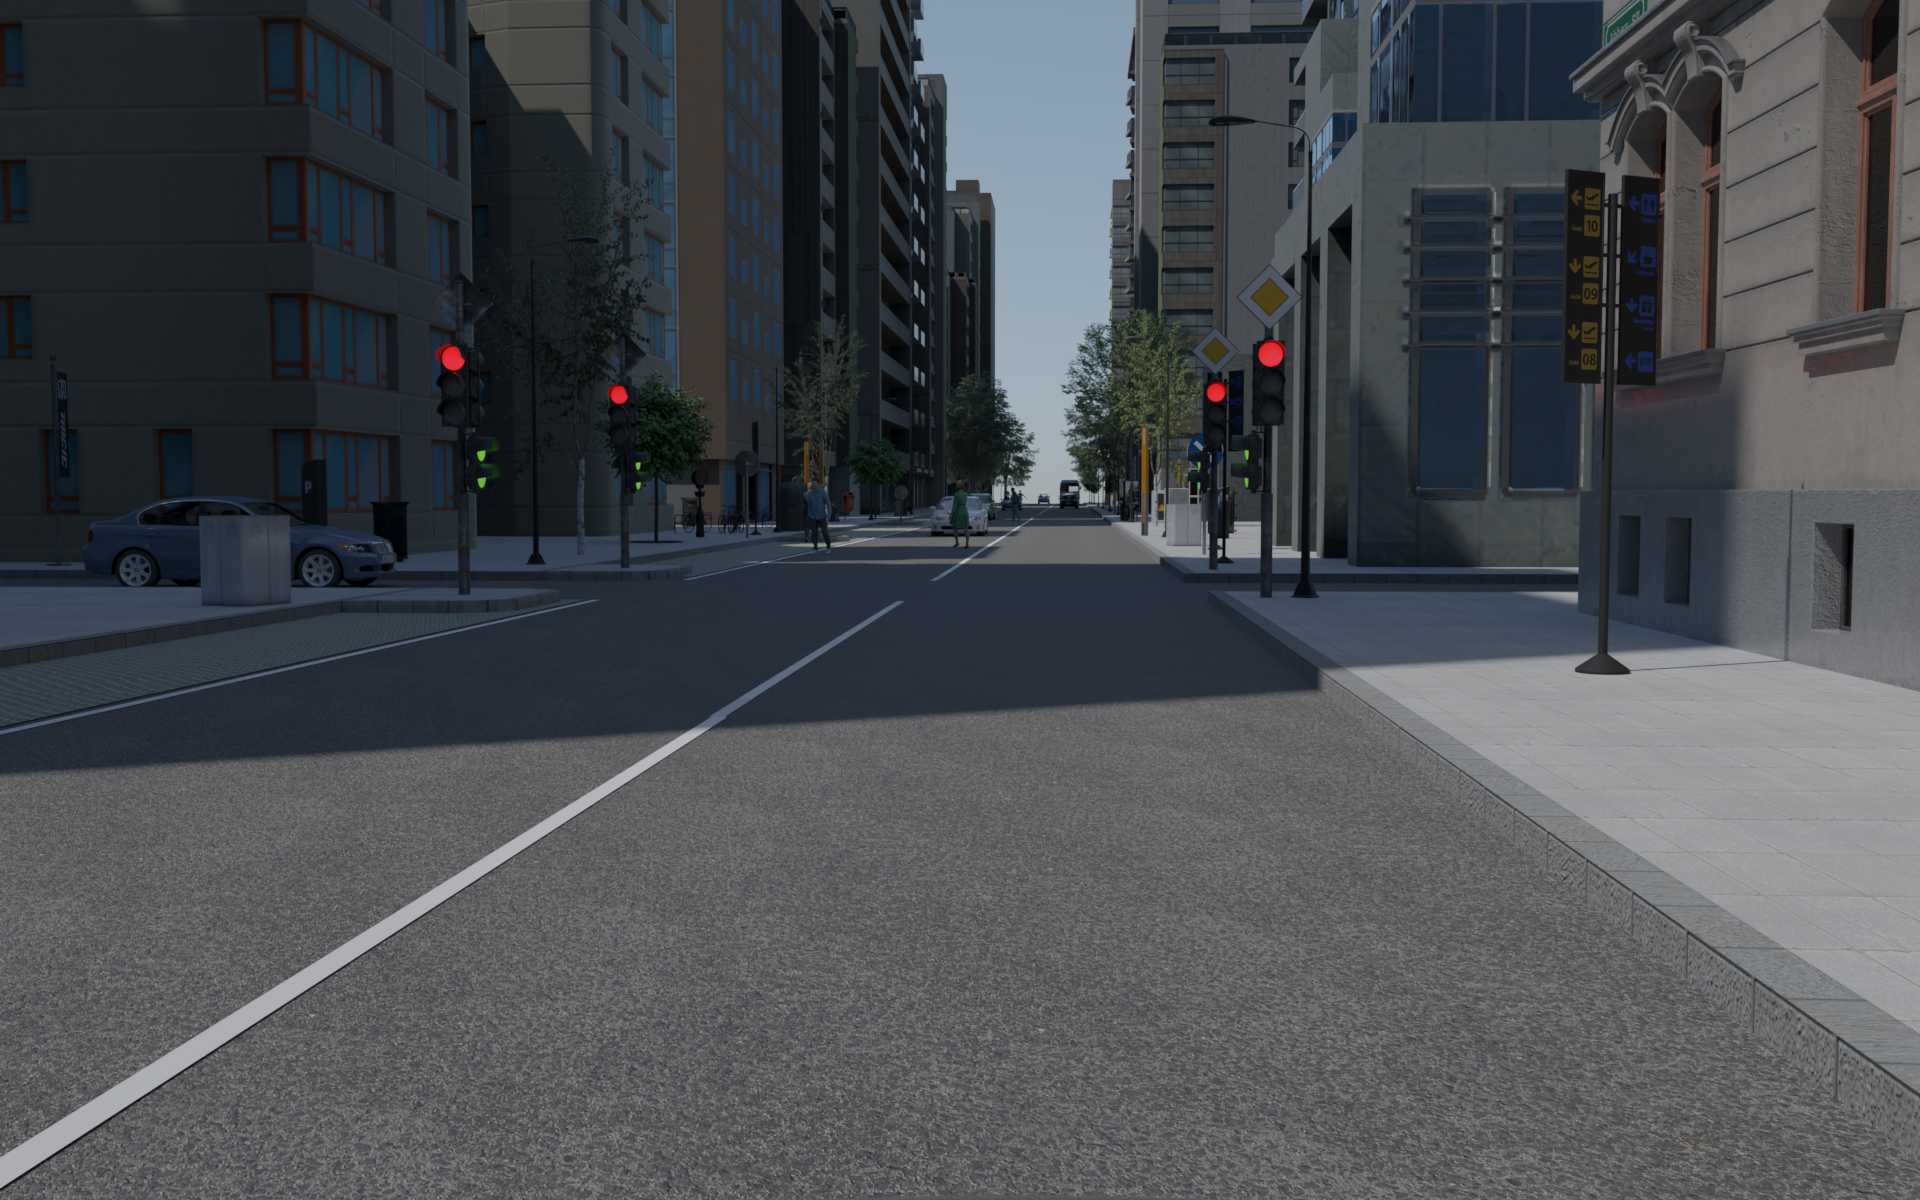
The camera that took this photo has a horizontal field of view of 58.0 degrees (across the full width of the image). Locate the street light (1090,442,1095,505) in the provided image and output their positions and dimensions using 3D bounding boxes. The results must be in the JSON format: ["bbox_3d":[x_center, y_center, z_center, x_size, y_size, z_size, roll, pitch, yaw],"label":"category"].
[{"bbox_3d":[10.522,-9.486,127.644,1.470,5.913,1.316,0,4,4],"label":"street light"}]

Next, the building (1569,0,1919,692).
[{"bbox_3d":[12.201,-13.400,6.474,14.401,28.519,23.554,0,4,4],"label":"building"}]

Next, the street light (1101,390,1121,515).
[{"bbox_3d":[7.159,-6.431,77.687,1.470,5.913,1.316,0,4,4],"label":"street light"}]

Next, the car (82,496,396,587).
[{"bbox_3d":[-10.923,-0.882,26.416,4.499,1.417,2.014,0,4,2],"label":"car"}]

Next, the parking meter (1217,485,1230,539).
[{"bbox_3d":[7.579,-2.539,49.916,0.372,1.533,0.369,0,3,0],"label":"parking meter"}]

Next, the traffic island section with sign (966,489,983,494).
[{"bbox_3d":[0.464,-7.326,128.413,1.989,1.847,2.006,0,4,4],"label":"traffic island section with sign"}]

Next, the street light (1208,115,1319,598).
[{"bbox_3d":[3.745,-2.986,21.367,1.470,5.913,1.316,0,4,4],"label":"street light"}]

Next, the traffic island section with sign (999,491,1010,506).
[{"bbox_3d":[5.839,-12.441,212.030,1.989,1.847,2.006,0,4,4],"label":"traffic island section with sign"}]

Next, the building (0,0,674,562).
[{"bbox_3d":[-24.776,-12.341,46.814,27.650,21.520,28.899,0,4,4],"label":"building"}]

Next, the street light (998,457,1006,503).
[{"bbox_3d":[4.707,-14.903,216.201,1.470,5.913,1.316,0,4,4],"label":"street light"}]

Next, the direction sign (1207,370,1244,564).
[{"bbox_3d":[4.892,-2.447,32.008,0.379,3.537,0.876,-3,5,-39],"label":"direction sign"}]

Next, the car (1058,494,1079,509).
[{"bbox_3d":[10.514,-9.674,167.962,2.009,1.686,4.222,0,4,4],"label":"car"}]

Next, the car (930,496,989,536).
[{"bbox_3d":[0.006,-2.968,60.886,2.083,1.381,4.827,0,4,3],"label":"car"}]

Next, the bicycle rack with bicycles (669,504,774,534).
[{"bbox_3d":[-8.016,-2.673,57.086,2.852,0.926,2.925,1,4,18],"label":"bicycle rack with bicycles"}]

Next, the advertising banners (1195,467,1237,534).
[{"bbox_3d":[8.207,-3.653,55.921,2.074,3.025,0.090,-3,4,-38],"label":"advertising banners"}]

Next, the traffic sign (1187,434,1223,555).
[{"bbox_3d":[5.174,-2.232,36.607,0.768,2.556,0.104,1,4,10],"label":"traffic sign"}]

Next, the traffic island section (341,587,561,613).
[{"bbox_3d":[-6.353,0.008,22.145,2.009,0.180,2.903,0,4,4],"label":"traffic island section"}]

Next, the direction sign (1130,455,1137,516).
[{"bbox_3d":[10.199,-6.723,101.916,0.379,3.537,0.876,-1,4,-16],"label":"direction sign"}]

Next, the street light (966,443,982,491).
[{"bbox_3d":[1.128,-11.409,159.071,1.470,5.913,1.316,0,4,4],"label":"street light"}]

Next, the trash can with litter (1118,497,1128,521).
[{"bbox_3d":[7.859,-4.395,83.242,0.624,1.170,1.055,0,4,0],"label":"trash can with litter"}]

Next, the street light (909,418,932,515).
[{"bbox_3d":[-2.440,-8.185,106.366,1.470,5.913,1.316,0,4,4],"label":"street light"}]

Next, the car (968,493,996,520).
[{"bbox_3d":[1.010,-5.326,95.871,1.959,1.807,4.718,0,4,5],"label":"car"}]

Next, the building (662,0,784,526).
[{"bbox_3d":[-15.848,-26.046,75.958,14.600,45.320,14.200,0,4,4],"label":"building"}]

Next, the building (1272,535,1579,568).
[{"bbox_3d":[23.162,-44.361,37.975,31.000,86.520,22.319,0,4,4],"label":"building"}]

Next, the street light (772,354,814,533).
[{"bbox_3d":[-5.536,-5.195,57.480,1.470,5.913,1.316,0,4,4],"label":"street light"}]

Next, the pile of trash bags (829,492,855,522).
[{"bbox_3d":[-6.287,-4.320,80.381,3.447,1.369,1.912,-3,5,-43],"label":"pile of trash bags"}]

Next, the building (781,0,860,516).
[{"bbox_3d":[-13.561,-19.983,98.423,14.160,30.474,14.107,0,4,4],"label":"building"}]

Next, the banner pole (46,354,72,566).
[{"bbox_3d":[-16.196,-2.519,31.195,0.401,3.779,0.863,0,4,-6],"label":"banner pole"}]

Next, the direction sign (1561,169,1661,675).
[{"bbox_3d":[4.618,-1.244,12.344,0.876,3.537,0.379,-2,4,-25],"label":"direction sign"}]

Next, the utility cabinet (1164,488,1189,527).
[{"bbox_3d":[8.279,-3.490,65.742,1.173,1.500,0.318,-3,4,-37],"label":"utility cabinet"}]

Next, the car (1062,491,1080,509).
[{"bbox_3d":[11.007,-9.964,172.501,1.945,1.707,3.694,0,4,4],"label":"car"}]

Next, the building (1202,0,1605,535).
[{"bbox_3d":[22.750,-46.427,71.757,22.319,86.520,31.000,0,4,4],"label":"building"}]

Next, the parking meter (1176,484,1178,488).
[{"bbox_3d":[12.839,-5.859,101.502,0.255,1.863,0.399,2,4,23],"label":"parking meter"}]

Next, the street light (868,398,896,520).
[{"bbox_3d":[-3.785,-6.829,84.192,1.470,5.913,1.316,0,4,4],"label":"street light"}]

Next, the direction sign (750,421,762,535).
[{"bbox_3d":[-6.397,-3.803,54.175,0.379,3.537,0.876,-1,4,-17],"label":"direction sign"}]

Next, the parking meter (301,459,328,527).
[{"bbox_3d":[-10.961,-1.450,29.421,0.399,1.863,0.255,2,4,33],"label":"parking meter"}]

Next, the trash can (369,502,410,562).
[{"bbox_3d":[-10.730,-1.283,32.626,0.748,1.137,0.748,0,3,0],"label":"trash can"}]

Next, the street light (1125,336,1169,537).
[{"bbox_3d":[5.585,-4.807,51.136,1.470,5.913,1.316,0,4,4],"label":"street light"}]

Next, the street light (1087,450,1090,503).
[{"bbox_3d":[12.165,-11.083,153.753,1.470,5.913,1.316,0,4,4],"label":"street light"}]

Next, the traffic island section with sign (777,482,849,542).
[{"bbox_3d":[-4.405,-2.681,52.467,1.989,1.847,2.006,0,4,4],"label":"traffic island section with sign"}]

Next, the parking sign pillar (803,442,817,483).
[{"bbox_3d":[-7.825,-6.214,90.076,1.447,3.967,1.447,-1,4,-18],"label":"parking sign pillar"}]

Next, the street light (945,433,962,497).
[{"bbox_3d":[-0.567,-9.804,132.837,1.470,5.913,1.316,0,4,4],"label":"street light"}]

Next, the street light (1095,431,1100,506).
[{"bbox_3d":[9.000,-8.047,104.104,1.470,5.913,1.316,0,4,4],"label":"street light"}]

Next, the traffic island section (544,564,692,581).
[{"bbox_3d":[-5.841,-0.479,30.113,2.009,0.180,2.903,0,4,4],"label":"traffic island section"}]

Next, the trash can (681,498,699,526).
[{"bbox_3d":[-10.763,-3.511,69.054,0.748,1.137,0.748,0,3,0],"label":"trash can"}]

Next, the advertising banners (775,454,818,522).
[{"bbox_3d":[-7.175,-4.887,76.082,2.074,3.025,0.090,1,4,20],"label":"advertising banners"}]

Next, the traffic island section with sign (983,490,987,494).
[{"bbox_3d":[2.205,-8.984,155.510,1.989,1.847,2.006,0,4,4],"label":"traffic island section with sign"}]

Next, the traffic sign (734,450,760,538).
[{"bbox_3d":[-6.205,-3.076,50.400,0.768,2.556,0.104,0,4,4],"label":"traffic sign"}]

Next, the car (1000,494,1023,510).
[{"bbox_3d":[4.592,-8.609,152.754,2.014,1.417,4.499,0,4,4],"label":"car"}]

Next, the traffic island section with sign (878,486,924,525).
[{"bbox_3d":[-2.683,-4.327,79.367,1.989,1.847,2.006,0,4,4],"label":"traffic island section with sign"}]

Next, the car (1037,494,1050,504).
[{"bbox_3d":[12.119,-14.714,250.169,1.945,1.707,3.694,0,4,5],"label":"car"}]

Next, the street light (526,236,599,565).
[{"bbox_3d":[-7.193,-3.598,31.372,1.470,5.913,1.316,0,4,4],"label":"street light"}]
